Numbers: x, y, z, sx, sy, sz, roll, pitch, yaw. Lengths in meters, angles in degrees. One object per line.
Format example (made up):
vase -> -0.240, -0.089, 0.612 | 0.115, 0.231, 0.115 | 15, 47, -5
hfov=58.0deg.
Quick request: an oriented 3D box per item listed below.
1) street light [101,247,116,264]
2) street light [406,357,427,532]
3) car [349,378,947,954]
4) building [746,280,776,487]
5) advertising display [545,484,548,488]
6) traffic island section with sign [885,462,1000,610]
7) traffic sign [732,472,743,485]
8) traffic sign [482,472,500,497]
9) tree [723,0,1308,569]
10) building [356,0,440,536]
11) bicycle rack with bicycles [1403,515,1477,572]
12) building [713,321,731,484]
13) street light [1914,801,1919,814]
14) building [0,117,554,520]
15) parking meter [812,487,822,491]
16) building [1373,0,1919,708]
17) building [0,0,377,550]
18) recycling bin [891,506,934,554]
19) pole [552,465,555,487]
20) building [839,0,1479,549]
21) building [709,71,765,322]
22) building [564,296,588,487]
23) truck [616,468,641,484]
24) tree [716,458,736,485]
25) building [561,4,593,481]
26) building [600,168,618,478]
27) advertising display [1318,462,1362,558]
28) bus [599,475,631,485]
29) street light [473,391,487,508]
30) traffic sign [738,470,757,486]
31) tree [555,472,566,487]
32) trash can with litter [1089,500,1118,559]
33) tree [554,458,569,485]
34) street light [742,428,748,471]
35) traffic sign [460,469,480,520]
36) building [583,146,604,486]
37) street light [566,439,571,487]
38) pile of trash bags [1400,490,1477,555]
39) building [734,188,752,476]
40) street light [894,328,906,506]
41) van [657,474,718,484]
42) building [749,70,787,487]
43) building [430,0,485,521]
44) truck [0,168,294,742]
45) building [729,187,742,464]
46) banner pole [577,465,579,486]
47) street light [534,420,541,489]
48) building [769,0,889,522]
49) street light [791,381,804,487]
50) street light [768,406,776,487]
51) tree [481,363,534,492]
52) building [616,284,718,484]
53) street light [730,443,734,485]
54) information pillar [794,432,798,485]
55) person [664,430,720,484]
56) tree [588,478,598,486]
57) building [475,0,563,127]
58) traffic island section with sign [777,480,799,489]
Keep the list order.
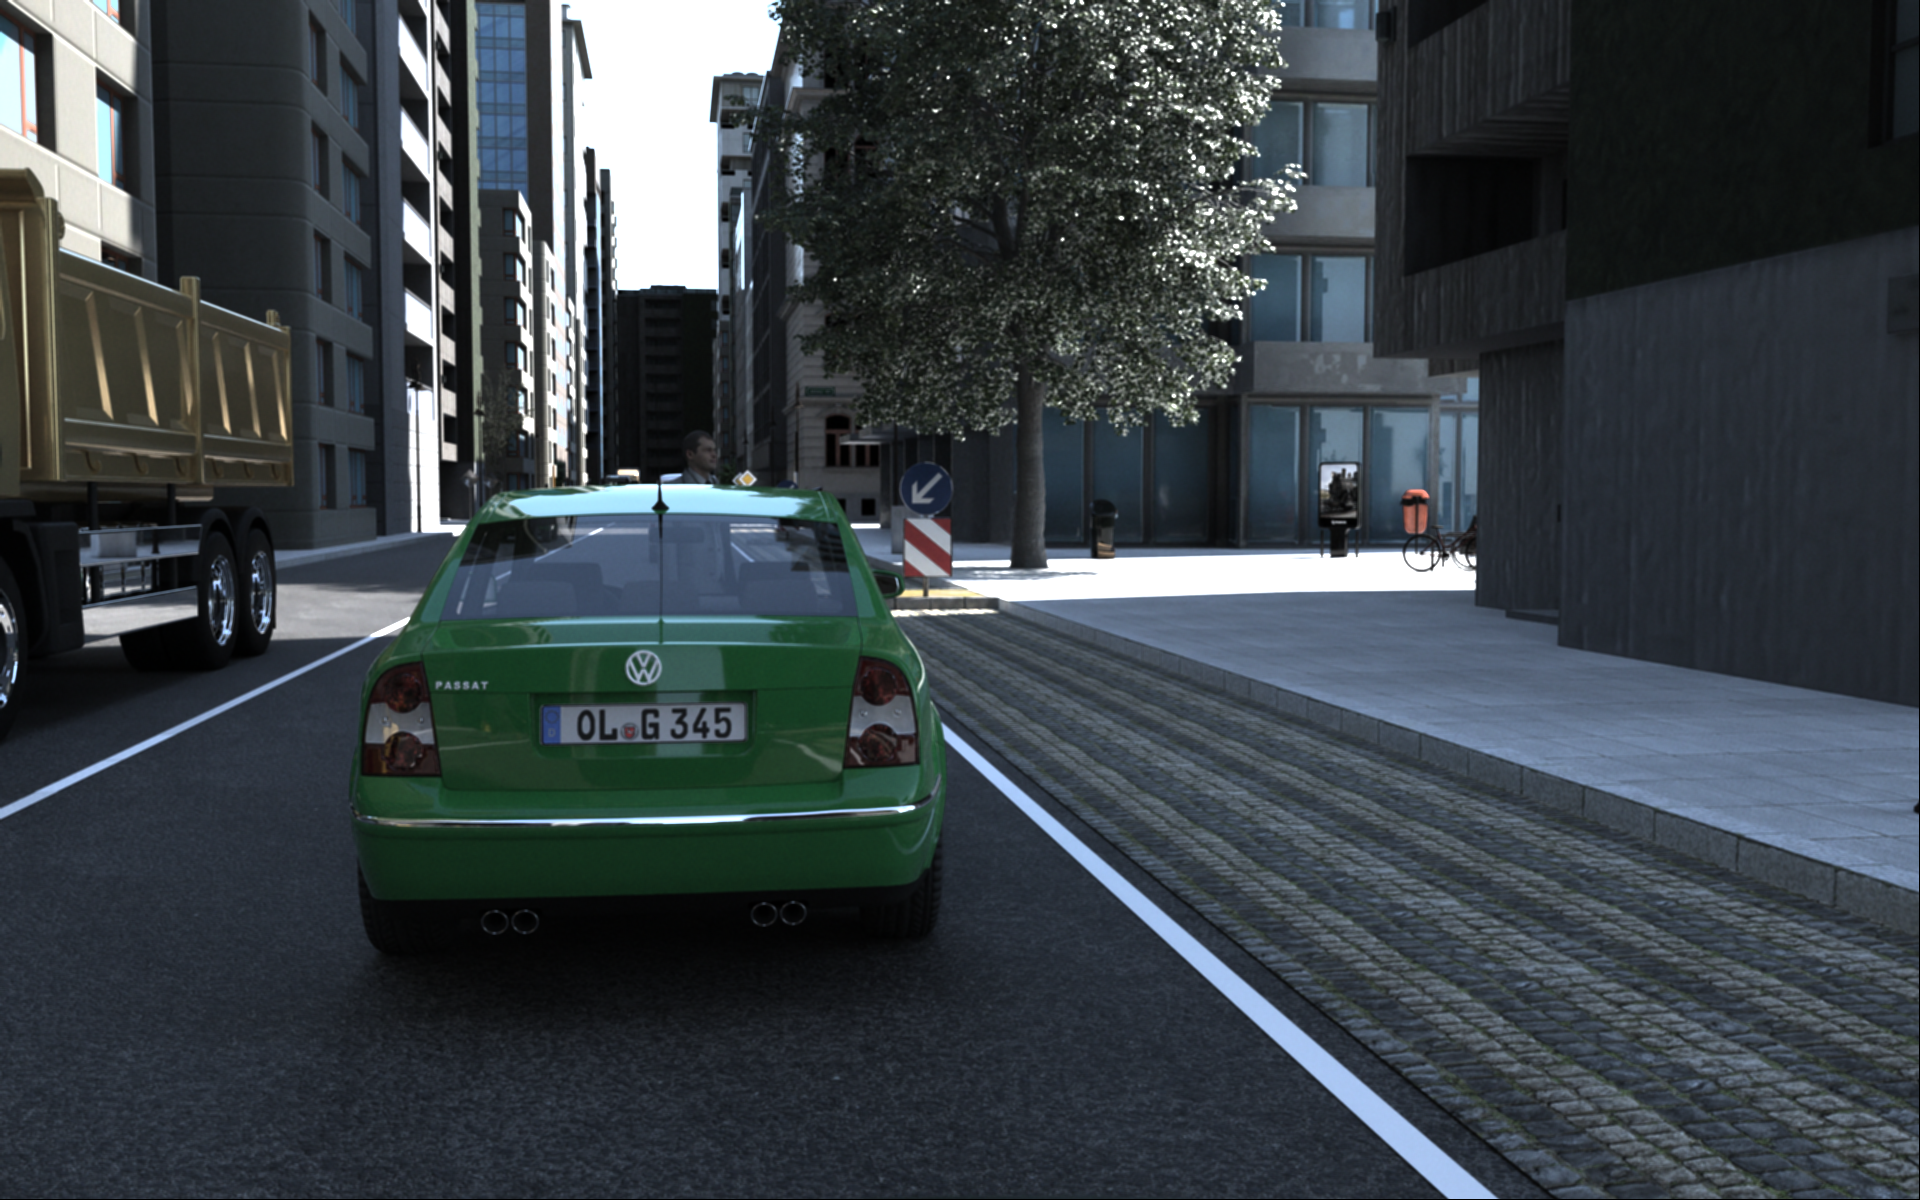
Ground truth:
street light -> -13.124, -3.314, 26.965 | 0.468, 5.910, 1.993 | -1, 4, -9
street light -> -18.288, -5.237, 58.415 | 0.468, 5.910, 1.993 | -1, 4, -9
car -> -1.132, 0.119, 6.850 | 1.959, 1.807, 4.718 | 0, 4, -7
building -> -9.994, -16.606, 126.261 | 10.420, 20.320, 16.860 | -1, 4, -9
advertising display -> -26.053, -6.358, 109.171 | 0.123, 1.923, 0.974 | -1, 4, -18
traffic island section with sign -> -0.641, -0.830, 22.205 | 1.989, 1.847, 2.006 | -1, 4, -9
traffic sign -> -10.019, -4.612, 79.052 | 0.795, 2.450, 0.064 | -1, 4, -9
traffic sign -> -20.921, -4.504, 77.287 | 0.795, 2.450, 0.064 | -1, 4, -9
tree -> 1.090, -7.527, 29.729 | 9.857, 13.997, 8.962 | 0, 3, 0
building -> -32.804, -31.509, 57.178 | 28.212, 58.520, 21.231 | -1, 4, -9
bicycle rack with bicycles -> 9.081, -0.959, 29.062 | 2.925, 0.926, 2.852 | 1, 4, 22
building -> -12.664, -21.045, 189.131 | 27.650, 21.520, 28.899 | -1, 4, -9
street light -> 3.935, -2.079, 6.780 | 0.468, 5.910, 1.993 | -1, 4, -9
building -> -41.008, -16.251, 110.741 | 27.650, 21.520, 28.899 | -1, 4, -9
parking meter -> -5.018, -3.202, 60.758 | 0.372, 1.533, 0.369 | 0, 3, 0
building -> 11.632, -14.996, 16.893 | 14.160, 30.474, 14.107 | -1, 4, -9
building -> -27.627, -11.394, 31.336 | 27.650, 21.520, 28.899 | -1, 4, -9
recycling bin -> -1.019, -1.509, 37.231 | 0.722, 1.027, 0.722 | 1, 4, 22
pole -> -28.697, -7.861, 122.373 | 0.158, 3.312, 0.155 | 0, 3, 0
building -> 8.828, -26.527, 53.322 | 23.786, 49.044, 30.456 | -1, 4, -9
building -> -16.418, -38.355, 216.337 | 28.713, 52.752, 27.495 | -1, 4, -9
building -> -50.114, -19.477, 163.490 | 27.650, 21.520, 28.899 | -1, 4, -9
truck -> -35.960, -12.157, 187.674 | 2.839, 4.237, 11.283 | -1, 4, -10
tree -> -20.364, -10.558, 156.343 | 4.285, 4.588, 4.351 | 0, 3, 0
building -> -55.167, -36.758, 190.230 | 28.713, 52.752, 27.495 | -1, 4, -9
building -> -59.105, -37.874, 242.945 | 21.600, 48.544, 21.300 | -1, 4, -9
advertising display -> 7.684, -1.825, 35.053 | 0.123, 1.923, 0.974 | -3, 5, -42
bus -> -32.842, -10.452, 165.745 | 2.948, 3.499, 13.247 | -1, 4, -10
street light -> -21.431, -6.397, 77.378 | 0.468, 5.910, 1.993 | -1, 4, -9
traffic sign -> -8.724, -4.130, 71.172 | 0.795, 2.450, 0.064 | -1, 4, -9
tree -> -30.409, -8.219, 128.984 | 1.663, 3.219, 1.824 | 0, 3, 0
trash can with litter -> 2.913, -1.409, 34.422 | 0.624, 1.170, 1.055 | 0, 4, -5
tree -> -31.618, -9.122, 132.864 | 4.285, 4.588, 4.351 | 0, 3, 0
street light -> -14.986, -9.075, 121.159 | 0.468, 5.910, 1.993 | -1, 4, -9
traffic sign -> -19.626, -4.022, 69.407 | 0.795, 2.450, 0.064 | -1, 4, -9
building -> -52.579, -34.726, 217.881 | 14.200, 45.320, 14.600 | -1, 4, -9
street light -> -31.816, -10.274, 140.774 | 0.468, 5.910, 1.993 | -1, 4, -9
pile of trash bags -> 11.038, -1.636, 36.496 | 3.447, 1.369, 1.912 | 0, 4, 8
building -> -12.373, -19.976, 144.637 | 12.078, 24.808, 19.932 | -1, 4, -9
street light -> -1.451, -4.064, 39.227 | 0.468, 5.910, 1.993 | -1, 4, -9
van -> -5.903, -1.878, 37.718 | 2.013, 2.044, 4.112 | -1, 4, -8
building -> -5.126, -19.085, 105.554 | 14.314, 27.812, 24.014 | -1, 4, -9
building -> -30.777, -18.997, 82.302 | 14.160, 30.474, 14.107 | -1, 4, -9
truck -> -6.944, -0.959, 11.602 | 3.469, 3.379, 9.791 | 0, 4, -8
building -> -15.099, -24.139, 166.380 | 14.160, 30.474, 14.107 | -1, 4, -9
banner pole -> -32.533, -9.641, 147.650 | 0.401, 3.779, 0.863 | -1, 4, -15
street light -> -26.508, -8.321, 108.843 | 0.468, 5.910, 1.993 | -1, 4, -9
building -> 2.699, -18.328, 87.057 | 23.554, 28.519, 14.401 | -1, 4, -9
street light -> -6.659, -6.013, 71.106 | 0.468, 5.910, 1.993 | -1, 4, -9
street light -> -9.713, -7.152, 89.726 | 0.468, 5.910, 1.993 | -1, 4, -9
tree -> -25.810, -8.934, 96.438 | 4.360, 8.622, 3.978 | 0, 3, 0
building -> -40.781, -28.770, 242.088 | 14.107, 30.474, 14.160 | -1, 4, -9
street light -> -20.122, -11.017, 152.915 | 0.468, 5.910, 1.993 | -1, 4, -9
information pillar -> -6.175, -4.517, 65.200 | 0.183, 3.616, 0.504 | -1, 4, -15
person -> -1.551, -0.109, 10.376 | 0.767, 1.812, 0.694 | 2, 4, 29
tree -> -44.556, -13.283, 211.780 | 1.663, 3.219, 1.824 | 0, 3, 0
building -> -39.494, -29.972, 140.151 | 14.600, 45.320, 14.200 | -1, 4, -9
traffic island section with sign -> -5.012, -2.457, 48.805 | 1.989, 1.847, 2.006 | -1, 4, -9
